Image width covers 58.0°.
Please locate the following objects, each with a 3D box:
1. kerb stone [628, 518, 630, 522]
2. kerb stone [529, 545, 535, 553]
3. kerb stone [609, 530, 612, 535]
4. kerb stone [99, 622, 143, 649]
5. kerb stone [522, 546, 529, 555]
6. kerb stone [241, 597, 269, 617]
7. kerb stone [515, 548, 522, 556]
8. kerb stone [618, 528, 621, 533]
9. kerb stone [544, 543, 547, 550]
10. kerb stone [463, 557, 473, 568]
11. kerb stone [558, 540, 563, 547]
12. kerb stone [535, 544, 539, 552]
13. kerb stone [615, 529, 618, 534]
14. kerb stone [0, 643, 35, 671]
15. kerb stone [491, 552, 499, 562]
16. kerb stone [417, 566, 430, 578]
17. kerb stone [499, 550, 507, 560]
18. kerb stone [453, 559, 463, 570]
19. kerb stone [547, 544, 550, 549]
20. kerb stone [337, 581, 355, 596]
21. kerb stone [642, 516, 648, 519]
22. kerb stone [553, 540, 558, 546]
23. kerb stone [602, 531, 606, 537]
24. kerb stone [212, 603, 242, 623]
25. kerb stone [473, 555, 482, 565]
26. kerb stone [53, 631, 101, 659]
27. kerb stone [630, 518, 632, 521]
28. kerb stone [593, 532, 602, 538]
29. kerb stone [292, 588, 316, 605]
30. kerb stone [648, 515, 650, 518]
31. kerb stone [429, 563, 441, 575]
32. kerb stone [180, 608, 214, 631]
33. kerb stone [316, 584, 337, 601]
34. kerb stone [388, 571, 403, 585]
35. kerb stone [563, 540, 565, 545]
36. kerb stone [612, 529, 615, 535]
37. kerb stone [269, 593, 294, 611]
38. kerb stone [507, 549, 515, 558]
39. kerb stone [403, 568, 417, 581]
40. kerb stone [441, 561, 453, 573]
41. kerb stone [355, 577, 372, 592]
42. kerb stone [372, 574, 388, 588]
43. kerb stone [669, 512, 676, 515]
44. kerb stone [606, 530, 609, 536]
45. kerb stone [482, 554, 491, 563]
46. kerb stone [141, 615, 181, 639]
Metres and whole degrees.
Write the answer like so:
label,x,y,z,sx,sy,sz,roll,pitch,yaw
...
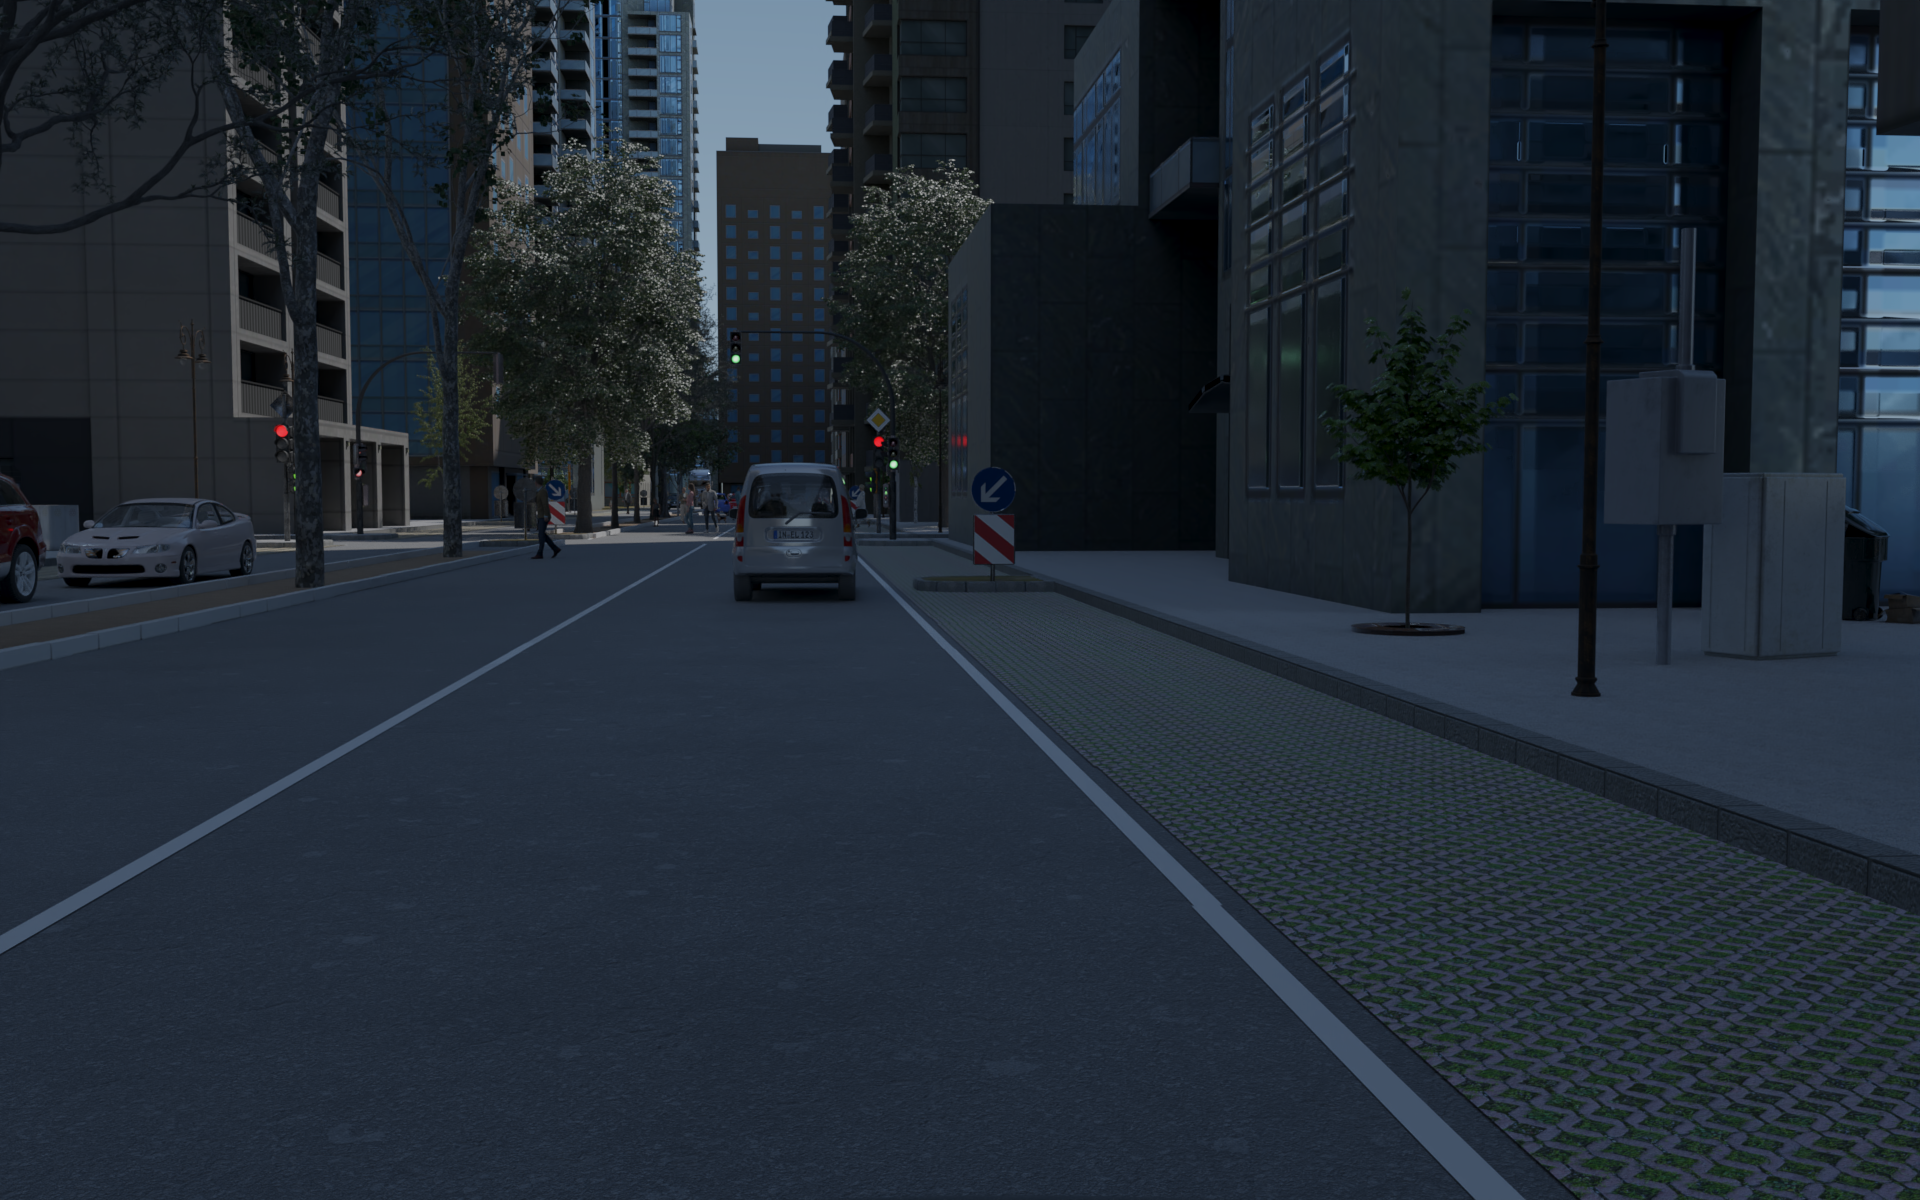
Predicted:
label,x,y,z,sx,sy,sz,roll,pitch,yaw
kerb stone,-17.069,-4.036,88.283,0.120,0.150,1.000,0,4,-5
kerb stone,-10.521,-1.211,42.054,0.120,0.150,1.000,0,4,-5
kerb stone,-12.240,-2.305,59.916,0.120,0.150,1.000,0,4,-5
kerb stone,-8.066,0.350,16.510,0.120,0.150,1.000,0,4,-5
kerb stone,-10.415,-1.152,41.037,0.120,0.150,1.000,0,4,-5
kerb stone,-8.460,0.097,20.604,0.120,0.150,1.000,0,4,-5
kerb stone,-10.325,-1.090,40.019,0.120,0.150,1.000,0,4,-5
kerb stone,-12.529,-2.492,62.972,0.120,0.150,1.000,0,4,-5
kerb stone,-10.721,-1.340,44.100,0.120,0.150,1.000,0,4,-5
kerb stone,-9.738,-0.715,33.890,0.120,0.150,1.000,0,4,-5
kerb stone,-11.016,-1.527,47.162,0.120,0.150,1.000,0,4,-5
kerb stone,-10.618,-1.277,43.077,0.120,0.150,1.000,0,4,-5
kerb stone,-12.437,-2.432,61.954,0.120,0.150,1.000,0,4,-5
kerb stone,-7.876,0.472,14.471,0.120,0.150,1.000,0,4,-5
kerb stone,-10.027,-0.900,36.950,0.120,0.150,1.000,0,4,-5
kerb stone,-9.341,-0.460,29.817,0.120,0.150,1.000,0,4,-5
kerb stone,-10.131,-0.963,37.979,0.120,0.150,1.000,0,4,-5
kerb stone,-9.635,-0.648,32.874,0.120,0.150,1.000,0,4,-5
kerb stone,-10.813,-1.401,45.124,0.120,0.150,1.000,0,4,-5
kerb stone,-8.856,-0.154,24.714,0.120,0.150,1.000,0,4,-5
kerb stone,-18.149,-4.730,99.524,0.120,0.150,1.000,0,4,-5
kerb stone,-10.916,-1.465,46.144,0.120,0.150,1.000,0,4,-5
kerb stone,-12.046,-2.180,57.881,0.120,0.150,1.000,0,4,-5
kerb stone,-8.366,0.160,19.581,0.120,0.150,1.000,0,4,-5
kerb stone,-9.839,-0.775,34.907,0.120,0.150,1.000,0,4,-5
kerb stone,-7.969,0.418,15.489,0.120,0.150,1.000,0,4,-5
kerb stone,-17.170,-4.104,89.300,0.120,0.150,1.000,0,4,-5
kerb stone,-11.946,-2.120,56.862,0.120,0.150,1.000,0,4,-5
kerb stone,-8.658,-0.028,22.654,0.120,0.150,1.000,0,4,-5
kerb stone,-18.257,-4.792,100.545,0.120,0.150,1.000,0,4,-5
kerb stone,-9.442,-0.528,30.835,0.120,0.150,1.000,0,4,-5
kerb stone,-8.257,0.223,18.565,0.120,0.150,1.000,0,4,-5
kerb stone,-8.748,-0.091,23.682,0.120,0.150,1.000,0,4,-5
kerb stone,-9.147,-0.342,27.781,0.120,0.150,1.000,0,4,-5
kerb stone,-11.109,-1.590,48.184,0.120,0.150,1.000,0,4,-5
kerb stone,-12.328,-2.370,60.937,0.120,0.150,1.000,0,4,-5
kerb stone,-8.556,0.037,21.637,0.120,0.150,1.000,0,4,-5
kerb stone,-10.220,-1.028,38.997,0.120,0.150,1.000,0,4,-5
kerb stone,-9.243,-0.404,28.799,0.120,0.150,1.000,0,4,-5
kerb stone,-9.536,-0.591,31.853,0.120,0.150,1.000,0,4,-5
kerb stone,-8.957,-0.210,25.738,0.120,0.150,1.000,0,4,-5
kerb stone,-9.050,-0.271,26.756,0.120,0.150,1.000,0,4,-5
kerb stone,-20.412,-6.165,122.992,0.120,0.150,1.000,0,4,-5
kerb stone,-12.140,-2.245,58.899,0.120,0.150,1.000,0,4,-5
kerb stone,-9.936,-0.840,35.924,0.120,0.150,1.000,0,4,-5
kerb stone,-8.161,0.286,17.545,0.120,0.150,1.000,0,4,-5
